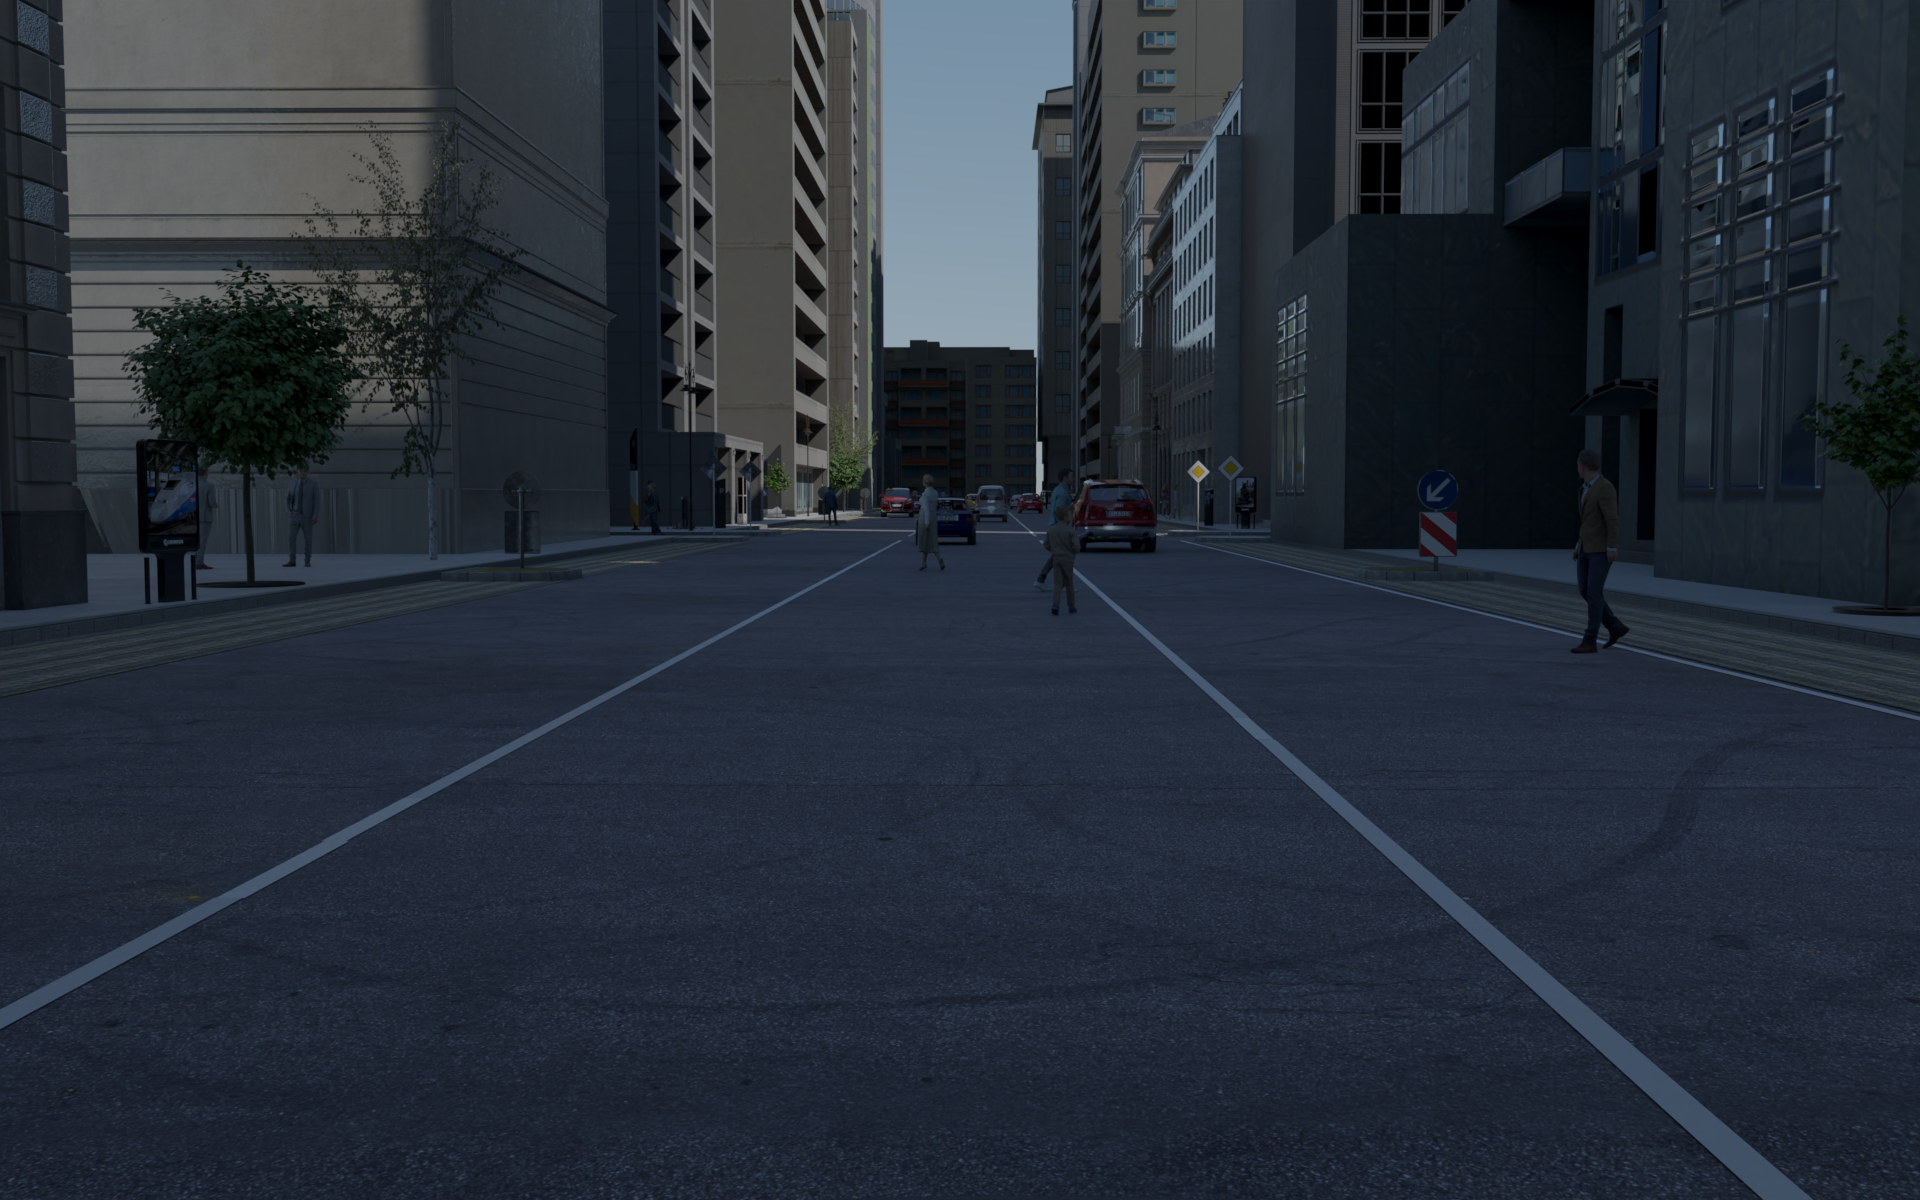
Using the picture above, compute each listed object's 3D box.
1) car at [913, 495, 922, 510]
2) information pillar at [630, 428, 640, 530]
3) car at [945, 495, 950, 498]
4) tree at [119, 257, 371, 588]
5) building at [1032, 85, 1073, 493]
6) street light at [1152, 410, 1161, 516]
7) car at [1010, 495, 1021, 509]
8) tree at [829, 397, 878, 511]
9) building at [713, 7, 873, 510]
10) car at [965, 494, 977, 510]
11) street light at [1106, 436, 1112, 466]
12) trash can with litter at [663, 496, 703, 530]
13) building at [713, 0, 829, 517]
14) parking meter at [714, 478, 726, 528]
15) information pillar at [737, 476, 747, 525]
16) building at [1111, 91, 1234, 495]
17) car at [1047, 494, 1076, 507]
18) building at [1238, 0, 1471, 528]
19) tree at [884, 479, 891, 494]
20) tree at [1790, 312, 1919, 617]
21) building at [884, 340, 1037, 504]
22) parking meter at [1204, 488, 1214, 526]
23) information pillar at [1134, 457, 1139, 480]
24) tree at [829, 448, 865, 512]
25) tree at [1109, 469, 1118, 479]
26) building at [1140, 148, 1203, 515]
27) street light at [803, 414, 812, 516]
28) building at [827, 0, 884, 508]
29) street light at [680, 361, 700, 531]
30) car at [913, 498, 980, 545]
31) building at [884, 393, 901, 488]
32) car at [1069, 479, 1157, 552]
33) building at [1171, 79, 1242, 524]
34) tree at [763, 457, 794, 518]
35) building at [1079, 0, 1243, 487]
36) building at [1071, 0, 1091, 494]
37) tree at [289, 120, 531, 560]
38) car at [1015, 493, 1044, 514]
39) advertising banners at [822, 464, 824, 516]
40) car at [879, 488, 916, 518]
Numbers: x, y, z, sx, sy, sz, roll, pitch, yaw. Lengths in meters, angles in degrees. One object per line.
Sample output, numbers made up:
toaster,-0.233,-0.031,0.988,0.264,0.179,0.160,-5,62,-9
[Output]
car,-3.634,-7.730,138.962,1.945,1.354,3.894,0,4,-1
information pillar,-11.550,-4.284,61.404,0.183,3.616,0.504,-2,4,-35
car,-1.419,-10.006,176.184,1.945,1.354,3.894,0,4,1
tree,-9.928,-2.481,24.286,4.285,4.588,4.351,0,3,0
building,23.646,-39.244,230.874,27.495,52.752,28.713,0,4,1
street light,10.790,-7.484,95.148,0.468,5.910,1.993,0,4,1
car,5.697,-9.352,165.271,2.083,1.381,4.827,0,4,2
tree,-8.567,-11.075,131.432,4.737,8.622,4.395,0,3,0
building,-14.699,-28.039,142.029,14.154,41.232,14.086,0,4,1
car,1.136,-7.980,140.701,2.015,1.641,3.980,0,4,1
street light,11.530,-9.861,134.015,0.468,5.910,1.993,0,4,1
trash can with litter,-10.262,-3.203,63.427,1.678,1.210,2.233,0,4,5
building,-19.738,-29.509,106.176,21.300,48.544,21.600,0,4,1
parking meter,-8.980,-3.613,64.788,0.399,1.863,0.255,-2,4,-33
information pillar,-9.090,-4.144,72.249,0.304,2.012,0.304,2,4,25
building,18.387,-20.685,124.111,13.634,28.700,20.117,0,4,1
car,4.662,-3.793,72.241,2.015,1.641,3.980,0,4,2
building,23.504,-16.607,65.034,24.014,27.812,14.314,0,4,1
tree,-8.370,-11.678,185.531,1.663,3.219,1.824,0,3,0
tree,10.040,-1.457,18.431,1.663,3.219,1.824,0,3,0
building,-4.542,-23.704,232.607,28.899,21.520,27.650,0,4,1
parking meter,10.074,-3.773,70.093,0.372,1.533,0.369,0,3,0
information pillar,11.026,-7.157,108.370,0.183,3.616,0.504,-2,4,-24
tree,-8.292,-8.507,122.795,4.285,4.588,4.351,0,3,0
tree,12.284,-8.657,136.138,1.663,3.219,1.824,0,3,0
building,18.283,-15.931,102.273,13.314,21.916,24.055,0,4,1
street light,-8.748,-7.756,99.602,0.468,5.910,1.993,0,4,1
building,-18.515,-37.962,162.674,21.231,58.520,28.212,0,4,1
street light,-9.361,-5.343,60.147,0.468,5.910,1.993,0,4,1
car,-0.390,-2.297,50.131,1.945,1.354,3.894,0,4,0
building,-22.838,-54.178,198.481,31.000,86.520,22.319,0,4,1
car,3.809,-2.168,44.121,2.281,1.827,5.304,0,4,0
building,16.165,-13.895,81.933,10.420,20.320,16.860,0,4,1
tree,-9.556,-5.934,91.628,1.663,3.219,1.824,0,3,0
building,23.107,-33.478,171.064,21.300,48.544,21.600,0,4,1
building,23.174,-39.977,195.622,21.231,58.520,28.212,0,4,1
tree,-10.464,-5.074,33.329,4.360,8.622,3.978,0,3,0
car,5.202,-7.310,128.552,2.155,1.783,4.494,0,4,0
advertising banners,-8.100,-6.512,102.659,0.090,3.025,2.074,0,3,0
car,-3.863,-6.043,107.474,2.281,1.827,5.304,0,4,-1
